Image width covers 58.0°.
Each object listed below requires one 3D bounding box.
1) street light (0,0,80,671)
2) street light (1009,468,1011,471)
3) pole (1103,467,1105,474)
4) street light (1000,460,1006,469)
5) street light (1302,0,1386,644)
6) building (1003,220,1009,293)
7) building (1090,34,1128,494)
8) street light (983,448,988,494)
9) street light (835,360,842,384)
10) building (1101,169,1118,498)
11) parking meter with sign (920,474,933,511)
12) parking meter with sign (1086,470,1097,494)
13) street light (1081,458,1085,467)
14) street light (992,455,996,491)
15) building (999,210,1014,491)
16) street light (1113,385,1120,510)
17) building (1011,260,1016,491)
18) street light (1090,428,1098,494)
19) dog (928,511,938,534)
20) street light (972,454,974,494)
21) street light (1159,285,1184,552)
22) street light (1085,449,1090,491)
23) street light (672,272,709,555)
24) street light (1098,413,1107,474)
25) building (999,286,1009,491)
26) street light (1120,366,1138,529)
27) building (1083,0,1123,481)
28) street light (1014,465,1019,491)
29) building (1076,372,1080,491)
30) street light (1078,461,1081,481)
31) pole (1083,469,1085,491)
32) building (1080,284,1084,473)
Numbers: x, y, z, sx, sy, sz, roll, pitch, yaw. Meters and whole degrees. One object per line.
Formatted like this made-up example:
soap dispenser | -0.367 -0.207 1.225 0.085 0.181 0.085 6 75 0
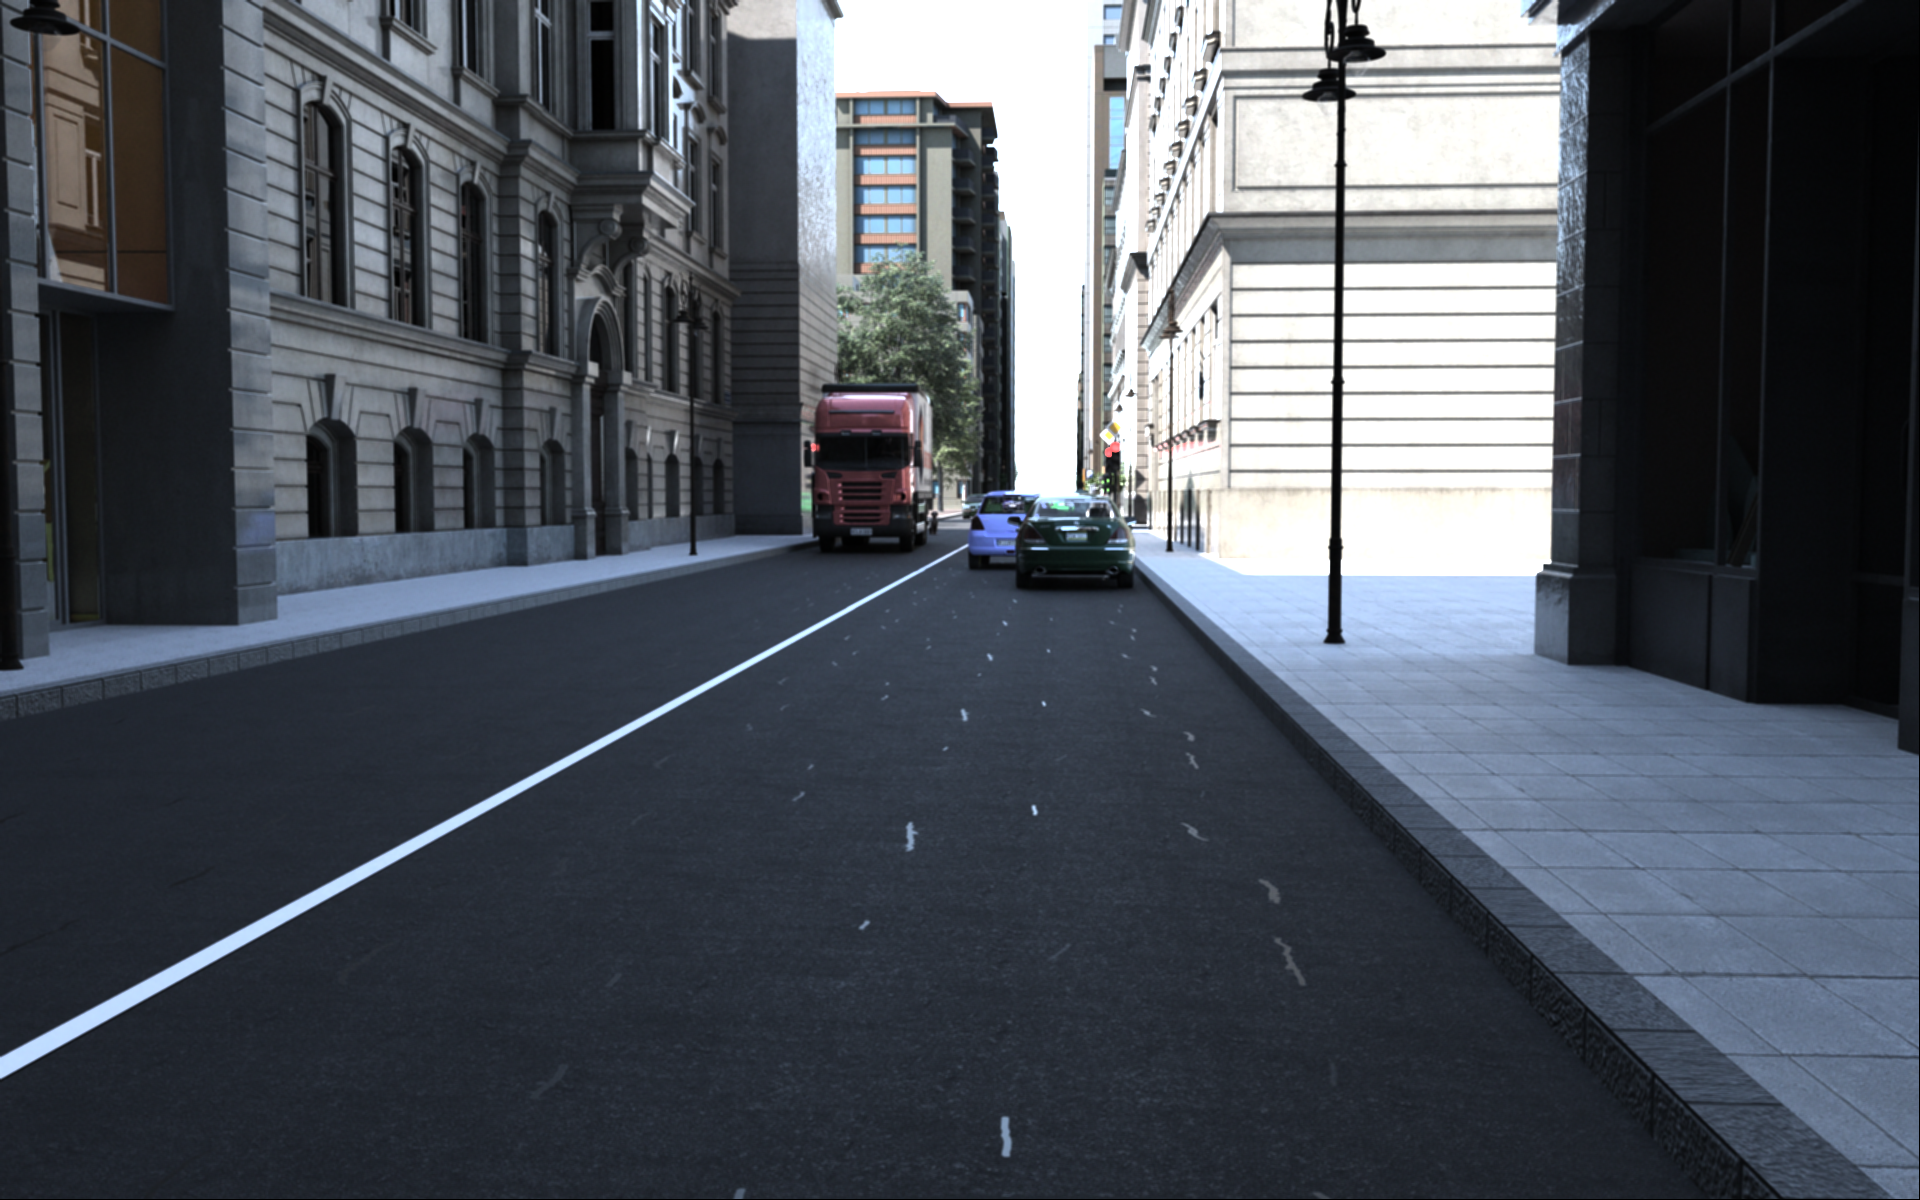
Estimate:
street light | -6.956 -2.429 12.498 0.468 5.910 1.993 0 4 3
street light | 7.378 -17.255 254.898 0.468 5.910 1.993 0 4 3
pole | 10.640 -8.220 128.245 0.158 3.312 0.155 0 3 0
street light | 5.891 -15.803 231.169 0.468 5.910 1.993 0 4 3
street light | 3.228 -2.567 14.756 0.468 5.910 1.993 0 4 3
building | -0.210 -34.742 251.618 14.154 41.232 14.086 0 4 3
building | 19.872 -31.804 170.108 14.600 45.320 14.200 0 4 3
street light | 2.509 -12.178 171.896 0.468 5.910 1.993 0 4 3
street light | -4.192 -5.332 59.968 0.468 5.910 1.993 0 4 3
building | 19.803 -23.510 156.095 14.160 30.474 14.107 0 4 3
parking meter with sign | -2.947 -8.335 132.538 1.738 3.016 0.543 0 3 0
parking meter with sign | 9.666 -7.937 126.031 0.543 3.016 1.738 -1 4 -13
street light | 12.608 -12.290 173.723 0.468 5.910 1.993 0 4 3
street light | 3.862 -13.640 195.796 0.468 5.910 1.993 0 4 3
building | 1.484 -38.509 279.733 14.600 45.320 14.200 0 4 3
street light | 6.744 -6.158 73.477 0.468 5.910 1.993 0 4 3
building | 2.316 -37.354 294.324 14.154 41.232 14.086 0 4 3
street light | 9.529 -9.086 121.340 0.468 5.910 1.993 0 4 3
dog | -0.860 -2.742 61.662 0.513 0.831 0.800 2 4 28
street light | 1.089 -10.726 148.163 0.468 5.910 1.993 0 4 3
street light | 4.679 -4.018 38.487 0.468 5.910 1.993 0 4 3
street light | 11.251 -10.825 149.778 0.468 5.910 1.993 0 4 3
street light | -5.607 -3.881 36.235 0.468 5.910 1.993 0 4 3
street light | 8.170 -7.610 97.210 0.468 5.910 1.993 0 4 3
building | -0.607 -28.481 237.370 14.160 30.474 14.107 0 4 3
street light | 6.156 -5.492 62.578 0.468 5.910 1.993 0 4 3
building | 24.248 -39.753 191.953 21.231 58.520 28.212 0 4 3
street light | 8.771 -18.706 278.633 0.468 5.910 1.993 0 4 3
building | 31.340 -25.346 259.445 27.650 21.520 28.899 0 4 3
street light | 14.074 -13.773 197.968 0.468 5.910 1.993 0 4 3
pole | 10.012 -8.938 139.986 0.158 3.312 0.155 0 3 0
building | 23.485 -28.492 237.553 14.160 30.474 14.107 0 4 3
